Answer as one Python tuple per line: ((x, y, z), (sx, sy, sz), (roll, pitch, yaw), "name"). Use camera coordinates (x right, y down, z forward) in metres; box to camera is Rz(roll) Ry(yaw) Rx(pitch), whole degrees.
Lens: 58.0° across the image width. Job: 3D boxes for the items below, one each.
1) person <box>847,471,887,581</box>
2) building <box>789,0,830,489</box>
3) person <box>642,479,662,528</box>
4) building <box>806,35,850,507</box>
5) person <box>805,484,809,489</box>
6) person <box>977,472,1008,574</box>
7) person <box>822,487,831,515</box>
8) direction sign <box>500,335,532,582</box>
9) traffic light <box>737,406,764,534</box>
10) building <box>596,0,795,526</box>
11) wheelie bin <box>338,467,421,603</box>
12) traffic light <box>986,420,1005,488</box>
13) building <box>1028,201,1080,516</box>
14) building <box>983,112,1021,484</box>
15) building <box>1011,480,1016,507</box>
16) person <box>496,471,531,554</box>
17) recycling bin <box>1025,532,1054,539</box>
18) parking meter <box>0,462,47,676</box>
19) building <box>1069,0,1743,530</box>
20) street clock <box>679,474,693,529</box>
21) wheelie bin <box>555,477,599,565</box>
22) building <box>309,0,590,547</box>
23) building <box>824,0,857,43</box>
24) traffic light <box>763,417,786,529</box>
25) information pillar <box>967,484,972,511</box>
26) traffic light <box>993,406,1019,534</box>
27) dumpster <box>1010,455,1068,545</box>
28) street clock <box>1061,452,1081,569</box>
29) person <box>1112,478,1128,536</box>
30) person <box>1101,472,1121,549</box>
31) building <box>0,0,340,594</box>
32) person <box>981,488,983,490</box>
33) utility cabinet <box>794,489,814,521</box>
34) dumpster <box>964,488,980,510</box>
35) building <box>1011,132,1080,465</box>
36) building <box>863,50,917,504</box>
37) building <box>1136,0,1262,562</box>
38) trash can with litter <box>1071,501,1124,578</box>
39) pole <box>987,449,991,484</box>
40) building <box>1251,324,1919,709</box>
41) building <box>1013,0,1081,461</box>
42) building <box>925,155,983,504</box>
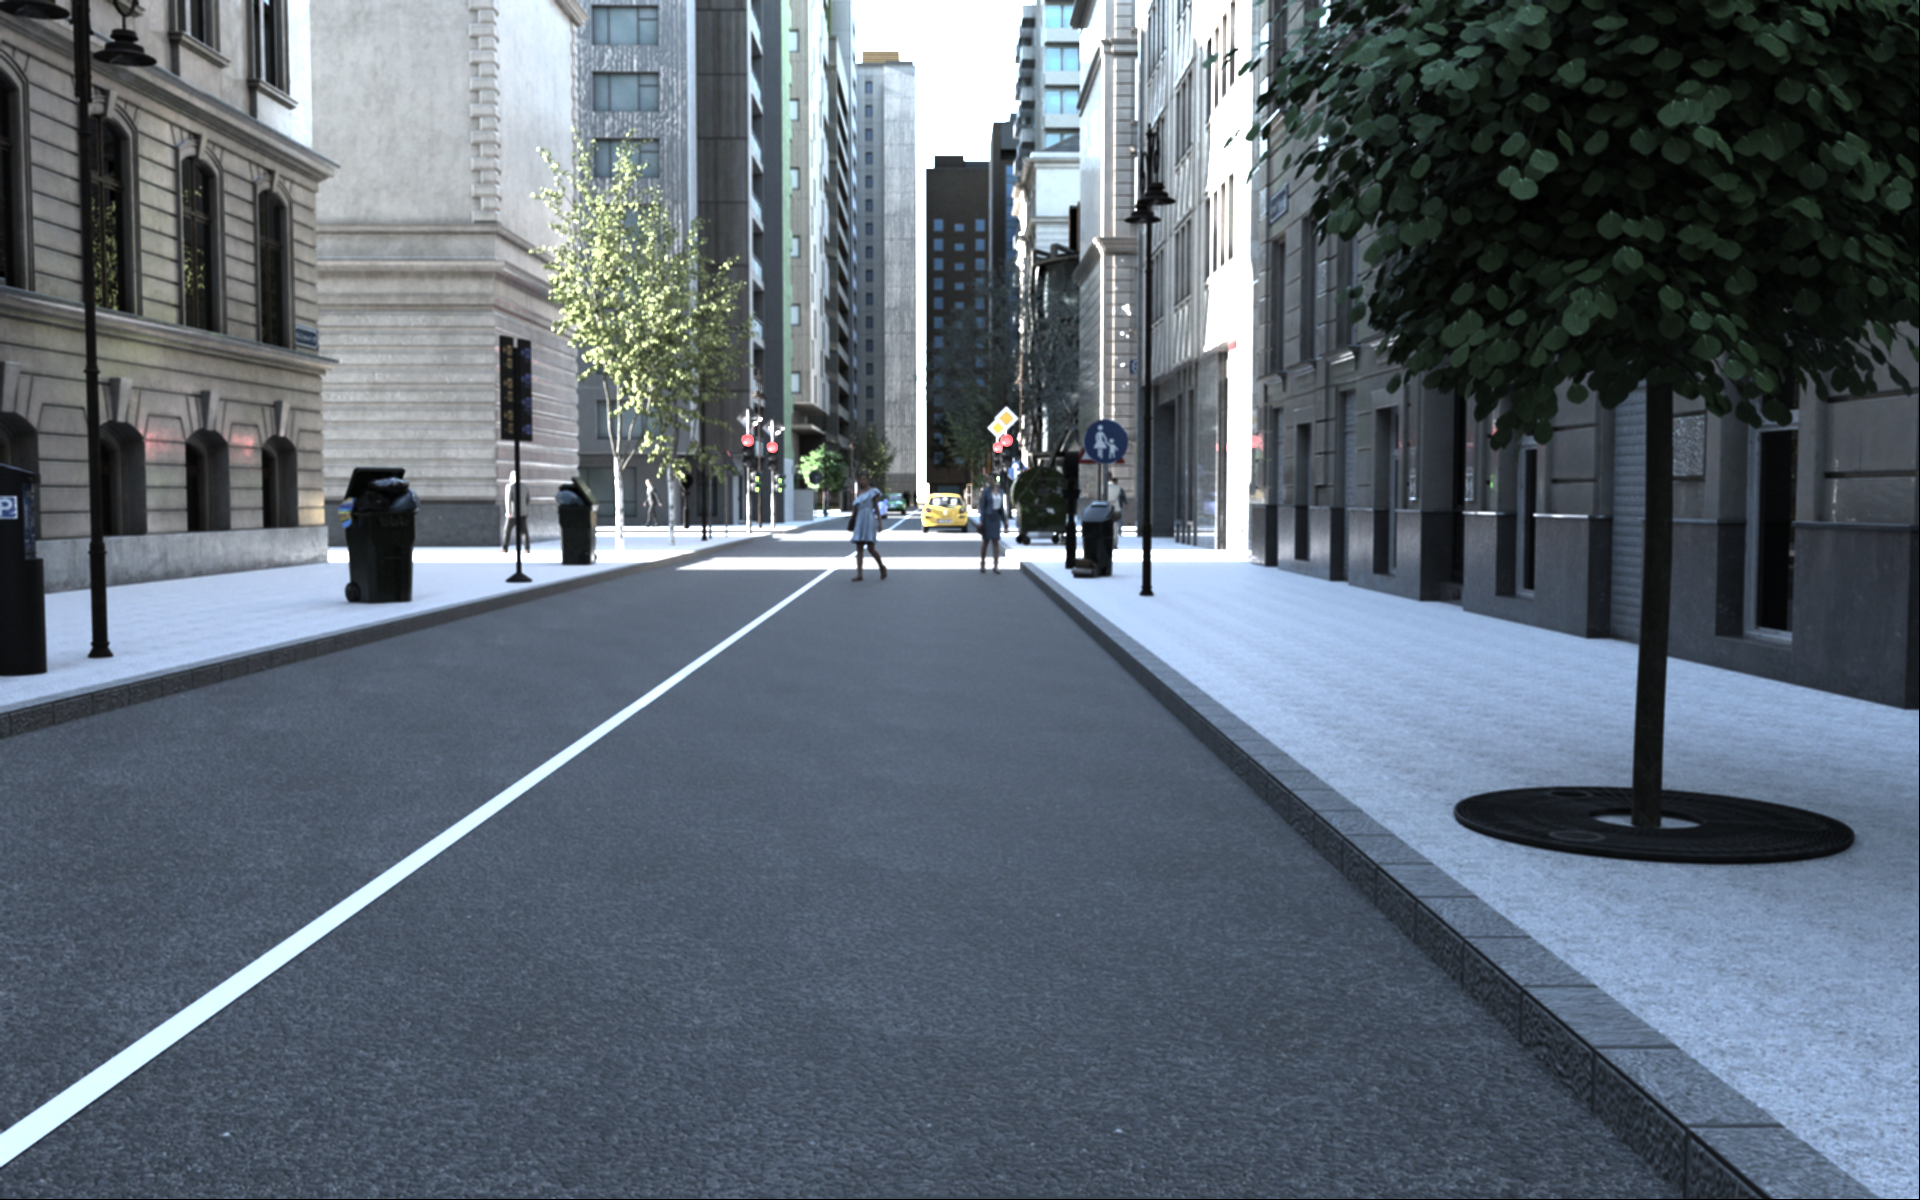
((-1.567, -1.231, 28.725), (0.616, 1.811, 0.778), (3, 4, 38), "person")
((-25.547, -34.363, 151.074), (28.713, 52.752, 27.495), (0, 4, -1), "building")
((-11.809, -3.684, 66.061), (0.755, 1.850, 0.659), (-2, 4, -30), "person")
((-22.553, -33.844, 177.048), (21.300, 48.544, 21.600), (0, 4, -1), "building")
((-8.362, -5.437, 95.040), (0.767, 1.812, 0.694), (-3, 5, -45), "person")
((0.576, -1.397, 31.370), (0.581, 1.822, 0.654), (-1, 4, -13), "person")
((-8.021, -5.928, 103.809), (0.643, 1.720, 0.563), (-1, 4, -15), "person")
((-6.448, -2.032, 25.225), (0.379, 3.537, 0.876), (1, 4, 14), "direction sign")
((-6.701, -4.054, 55.199), (0.839, 4.253, 0.868), (0, 4, -1), "traffic light")
((-14.760, -23.844, 73.444), (14.154, 41.232, 14.086), (0, 4, -1), "building")
((-6.859, -0.776, 20.599), (0.693, 1.594, 0.980), (3, 5, 42), "wheelie bin")
((1.368, -4.549, 63.292), (0.839, 4.253, 0.868), (0, 4, -1), "traffic light")
((12.563, -14.631, 106.661), (16.820, 18.784, 16.811), (0, 4, -1), "building")
((10.515, -33.881, 204.070), (14.600, 45.320, 14.200), (0, 4, -1), "building")
((19.645, -30.170, 185.161), (32.217, 40.220, 23.993), (0, 4, -1), "building")
((-9.564, -1.878, 37.147), (0.834, 1.777, 0.661), (2, 4, 28), "person")
((2.238, -2.296, 50.093), (0.722, 1.027, 0.722), (3, 5, 44), "recycling bin")
((-6.740, -0.240, 12.341), (0.372, 1.533, 0.369), (0, 3, 0), "parking meter")
((17.527, -16.835, 72.511), (25.104, 27.353, 12.463), (0, 4, -1), "building")
((-10.007, -3.593, 63.309), (0.471, 2.002, 0.358), (-2, 4, -24), "street clock")
((-6.980, -1.446, 31.554), (0.693, 1.594, 0.980), (0, 4, 0), "wheelie bin")
((-20.442, -13.278, 45.968), (19.941, 23.489, 11.050), (0, 4, -1), "building")
((-26.094, -40.203, 199.326), (28.212, 58.520, 21.231), (0, 4, -1), "building")
((-6.792, -4.542, 63.184), (0.839, 4.253, 0.868), (0, 4, -1), "traffic light")
((0.707, -7.664, 129.798), (0.304, 2.012, 0.304), (1, 4, 9), "information pillar")
((1.459, -4.060, 55.308), (0.839, 4.253, 0.868), (0, 4, -1), "traffic light")
((2.063, -2.544, 44.096), (1.502, 2.255, 1.985), (0, 4, -1), "dumpster")
((1.912, -1.541, 29.773), (0.358, 2.002, 0.471), (0, 4, 1), "street clock")
((4.733, -2.825, 52.584), (0.623, 1.781, 0.721), (-1, 4, -15), "person")
((3.453, -2.077, 40.185), (0.511, 1.800, 0.466), (-2, 4, -27), "person")
((-16.819, -11.972, 14.824), (14.460, 24.649, 34.723), (0, 4, -1), "building")
((1.790, -8.005, 137.112), (0.419, 1.800, 0.721), (-2, 4, -30), "person")
((-7.513, -4.482, 81.959), (1.173, 1.500, 0.318), (0, 4, -2), "utility cabinet")
((0.926, -7.787, 133.078), (1.264, 1.857, 1.865), (0, 4, -1), "dumpster")
((11.057, -20.756, 126.751), (14.401, 28.519, 23.554), (0, 4, -1), "building")
((-19.852, -42.305, 233.682), (28.212, 58.520, 21.231), (0, 4, -1), "building")
((11.419, -13.679, 41.667), (12.078, 24.808, 19.932), (0, 4, -1), "building")
((2.120, -0.947, 26.877), (0.624, 1.170, 1.055), (1, 4, 21), "trash can with litter")
((1.294, -5.129, 77.696), (0.158, 3.312, 0.155), (0, 3, 0), "pole")
((11.153, -13.568, 19.109), (12.463, 27.353, 25.104), (0, 4, -1), "building")
((16.283, -32.864, 156.940), (23.786, 49.044, 30.456), (0, 4, -1), "building")
((2.517, -35.569, 231.664), (14.200, 45.320, 14.600), (0, 4, -1), "building")
